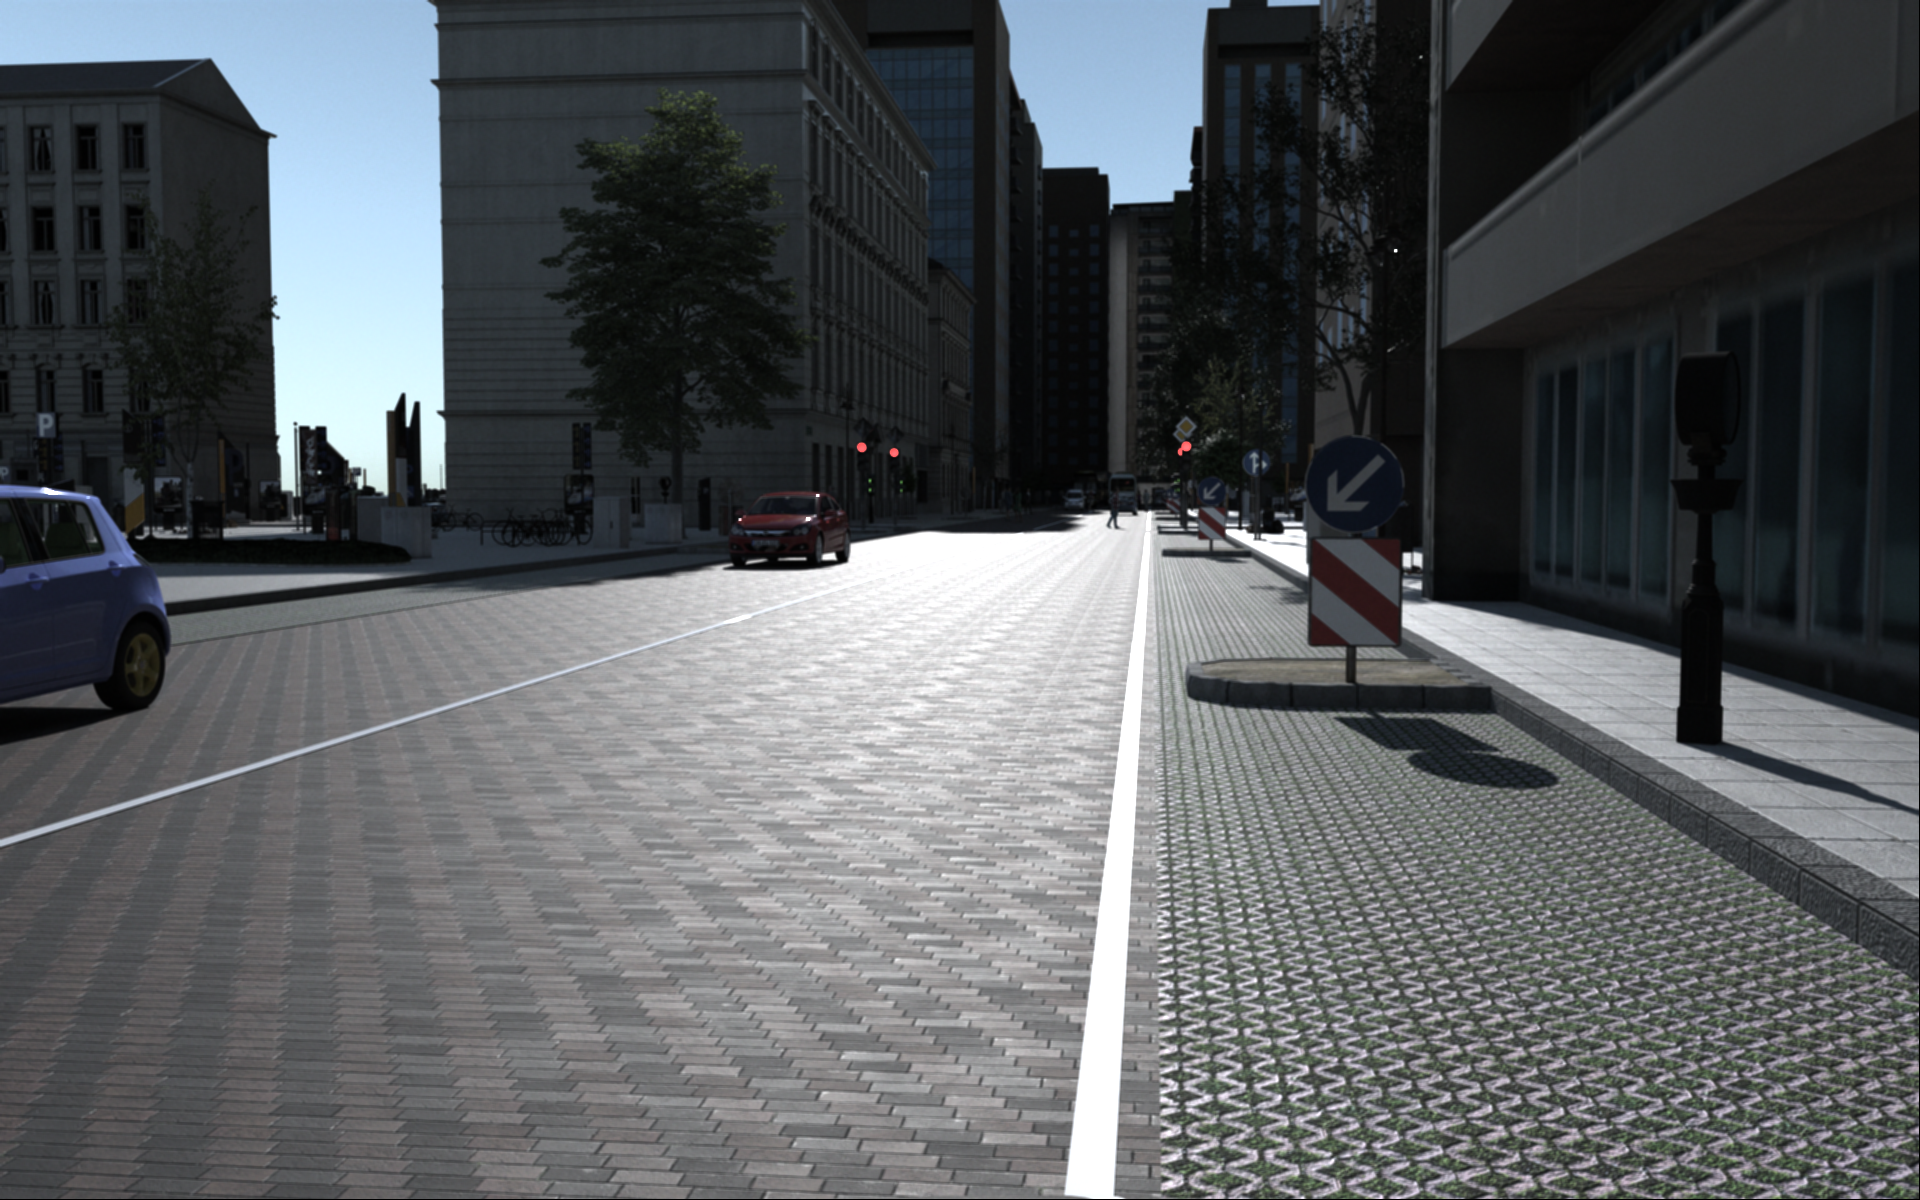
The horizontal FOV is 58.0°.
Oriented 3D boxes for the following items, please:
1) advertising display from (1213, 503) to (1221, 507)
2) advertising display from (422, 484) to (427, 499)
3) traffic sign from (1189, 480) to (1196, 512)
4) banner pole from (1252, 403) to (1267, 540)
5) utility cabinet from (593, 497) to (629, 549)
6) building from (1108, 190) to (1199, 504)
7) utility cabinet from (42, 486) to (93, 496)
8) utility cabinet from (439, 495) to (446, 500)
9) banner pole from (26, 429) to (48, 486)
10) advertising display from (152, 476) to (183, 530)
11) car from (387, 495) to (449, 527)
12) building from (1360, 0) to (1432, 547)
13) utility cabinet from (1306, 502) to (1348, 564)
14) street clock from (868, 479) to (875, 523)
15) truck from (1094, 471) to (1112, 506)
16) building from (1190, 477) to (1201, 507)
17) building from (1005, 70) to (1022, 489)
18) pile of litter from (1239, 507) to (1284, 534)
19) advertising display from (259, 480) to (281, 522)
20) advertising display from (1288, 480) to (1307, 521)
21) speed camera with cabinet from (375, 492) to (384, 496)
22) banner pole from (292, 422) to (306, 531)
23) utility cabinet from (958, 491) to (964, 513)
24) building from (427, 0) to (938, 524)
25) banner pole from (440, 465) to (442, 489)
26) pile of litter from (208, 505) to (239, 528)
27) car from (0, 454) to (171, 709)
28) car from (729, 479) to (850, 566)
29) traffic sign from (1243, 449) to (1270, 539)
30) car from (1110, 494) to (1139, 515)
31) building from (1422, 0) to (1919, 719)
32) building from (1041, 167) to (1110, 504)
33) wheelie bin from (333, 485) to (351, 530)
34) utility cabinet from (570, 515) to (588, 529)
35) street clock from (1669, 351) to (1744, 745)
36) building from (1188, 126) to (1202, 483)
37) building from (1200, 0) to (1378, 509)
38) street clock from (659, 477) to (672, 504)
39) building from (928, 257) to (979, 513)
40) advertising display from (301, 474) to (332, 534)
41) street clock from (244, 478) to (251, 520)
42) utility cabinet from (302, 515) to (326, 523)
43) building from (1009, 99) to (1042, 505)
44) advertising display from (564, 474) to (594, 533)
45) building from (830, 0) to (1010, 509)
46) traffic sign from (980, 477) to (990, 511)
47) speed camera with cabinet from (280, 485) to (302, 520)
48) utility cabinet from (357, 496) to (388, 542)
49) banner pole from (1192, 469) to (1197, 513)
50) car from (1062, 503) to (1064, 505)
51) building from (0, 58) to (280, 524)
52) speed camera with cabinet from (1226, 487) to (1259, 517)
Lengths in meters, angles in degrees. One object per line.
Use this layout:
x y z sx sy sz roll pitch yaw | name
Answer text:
12.679 -4.930 85.815 0.123 1.923 0.974 2 4 35 | advertising display
-33.338 -6.275 107.807 0.123 1.923 0.974 -2 4 -27 | advertising display
16.947 -7.581 126.084 0.606 2.300 0.079 1 4 15 | traffic sign
8.367 -3.555 48.145 0.401 3.779 0.863 1 4 15 | banner pole
-8.299 -1.835 41.166 1.020 1.237 0.306 3 5 40 | utility cabinet
27.238 -33.774 235.792 14.086 41.232 14.154 0 4 6 | building
-24.035 -2.325 46.697 1.173 1.500 0.318 0 4 -6 | utility cabinet
-32.626 -6.029 109.740 0.306 1.237 1.020 -3 5 -44 | utility cabinet
-35.623 -4.695 66.774 0.863 3.779 0.401 -2 4 -30 | banner pole
-28.263 -3.462 61.813 0.974 1.923 0.123 -2 4 -35 | advertising display
-23.088 -3.570 70.367 4.499 1.417 2.014 1 4 8 | car
17.408 -24.235 46.349 14.600 45.320 14.200 0 4 6 | building
6.757 -1.402 31.600 0.318 1.500 1.173 3 5 41 | utility cabinet
-3.893 -4.366 75.960 0.358 2.002 0.471 0 4 8 | street clock
17.517 -13.965 217.247 2.839 4.237 11.283 0 4 8 | truck
39.891 -29.603 175.897 32.217 40.220 23.993 0 4 6 | building
-5.274 -31.896 176.123 22.147 44.769 28.867 0 4 6 | building
9.883 -2.611 56.649 1.719 0.858 1.176 -1 4 -17 | pile of litter
-32.259 -4.634 80.986 0.974 1.923 0.123 -2 4 -35 | advertising display
15.906 -4.658 81.377 0.974 1.923 0.123 1 4 9 | advertising display
-44.926 -8.607 135.063 2.038 3.252 0.660 -1 4 -23 | speed camera with cabinet
-22.939 -4.302 60.348 0.401 3.779 0.863 2 4 24 | banner pole
0.054 -6.397 113.270 0.318 1.500 1.173 0 4 5 | utility cabinet
-12.020 -19.445 94.336 17.030 29.872 44.131 0 4 6 | building
-43.795 -9.555 146.241 0.401 3.779 0.863 -1 4 -17 | banner pole
-28.095 -3.196 66.215 1.176 0.858 1.719 1 4 12 | pile of litter
-6.373 -0.045 10.330 1.945 1.707 3.694 0 4 4 | car
-3.491 -1.644 35.919 2.155 1.783 4.494 0 4 8 | car
8.359 -2.983 48.880 0.768 2.556 0.104 1 4 10 | traffic sign
11.211 -6.503 118.330 2.014 1.417 4.499 0 4 8 | car
15.198 -23.538 8.547 21.300 48.544 21.600 0 4 6 | building
13.138 -35.885 236.832 14.200 45.320 14.600 0 4 6 | building
-22.382 -3.355 62.760 0.980 1.594 0.693 0 4 8 | wheelie bin
-14.043 -3.218 63.774 0.306 1.237 1.020 -2 4 -34 | utility cabinet
3.830 -0.265 8.910 0.358 2.002 0.471 2 4 35 | street clock
37.976 -33.527 202.792 22.147 44.769 28.867 0 4 6 | building
29.129 -31.043 157.657 14.600 45.320 14.200 0 4 6 | building
-12.191 -4.104 71.665 0.471 2.002 0.358 1 4 20 | street clock
-4.858 -15.969 125.718 10.561 19.102 19.286 0 4 6 | building
-20.651 -3.084 55.643 0.974 1.923 0.123 -3 5 -43 | advertising display
-33.059 -4.630 80.273 0.358 2.002 0.471 0 4 4 | street clock
-27.841 -4.030 74.569 1.173 1.500 0.318 2 4 32 | utility cabinet
-1.187 -35.911 210.850 21.600 48.544 21.300 0 4 6 | building
-12.479 -3.153 56.758 0.974 1.923 0.123 -2 4 -32 | advertising display
-3.075 -30.817 153.965 14.600 45.320 14.200 0 4 6 | building
1.864 -7.815 127.878 0.768 2.556 0.104 1 4 14 | traffic sign
-33.055 -5.597 85.838 2.038 3.252 0.660 -1 4 -13 | speed camera with cabinet
-15.325 -2.108 45.629 1.020 1.237 0.306 -2 4 -25 | utility cabinet
15.915 -7.792 117.414 0.401 3.779 0.863 -1 4 -17 | banner pole
13.652 -12.779 218.533 1.945 1.707 3.694 0 4 5 | car
-42.480 -14.122 80.044 18.267 20.994 9.793 0 4 6 | building
15.758 -6.273 96.900 2.038 3.252 0.660 0 4 -3 | speed camera with cabinet
